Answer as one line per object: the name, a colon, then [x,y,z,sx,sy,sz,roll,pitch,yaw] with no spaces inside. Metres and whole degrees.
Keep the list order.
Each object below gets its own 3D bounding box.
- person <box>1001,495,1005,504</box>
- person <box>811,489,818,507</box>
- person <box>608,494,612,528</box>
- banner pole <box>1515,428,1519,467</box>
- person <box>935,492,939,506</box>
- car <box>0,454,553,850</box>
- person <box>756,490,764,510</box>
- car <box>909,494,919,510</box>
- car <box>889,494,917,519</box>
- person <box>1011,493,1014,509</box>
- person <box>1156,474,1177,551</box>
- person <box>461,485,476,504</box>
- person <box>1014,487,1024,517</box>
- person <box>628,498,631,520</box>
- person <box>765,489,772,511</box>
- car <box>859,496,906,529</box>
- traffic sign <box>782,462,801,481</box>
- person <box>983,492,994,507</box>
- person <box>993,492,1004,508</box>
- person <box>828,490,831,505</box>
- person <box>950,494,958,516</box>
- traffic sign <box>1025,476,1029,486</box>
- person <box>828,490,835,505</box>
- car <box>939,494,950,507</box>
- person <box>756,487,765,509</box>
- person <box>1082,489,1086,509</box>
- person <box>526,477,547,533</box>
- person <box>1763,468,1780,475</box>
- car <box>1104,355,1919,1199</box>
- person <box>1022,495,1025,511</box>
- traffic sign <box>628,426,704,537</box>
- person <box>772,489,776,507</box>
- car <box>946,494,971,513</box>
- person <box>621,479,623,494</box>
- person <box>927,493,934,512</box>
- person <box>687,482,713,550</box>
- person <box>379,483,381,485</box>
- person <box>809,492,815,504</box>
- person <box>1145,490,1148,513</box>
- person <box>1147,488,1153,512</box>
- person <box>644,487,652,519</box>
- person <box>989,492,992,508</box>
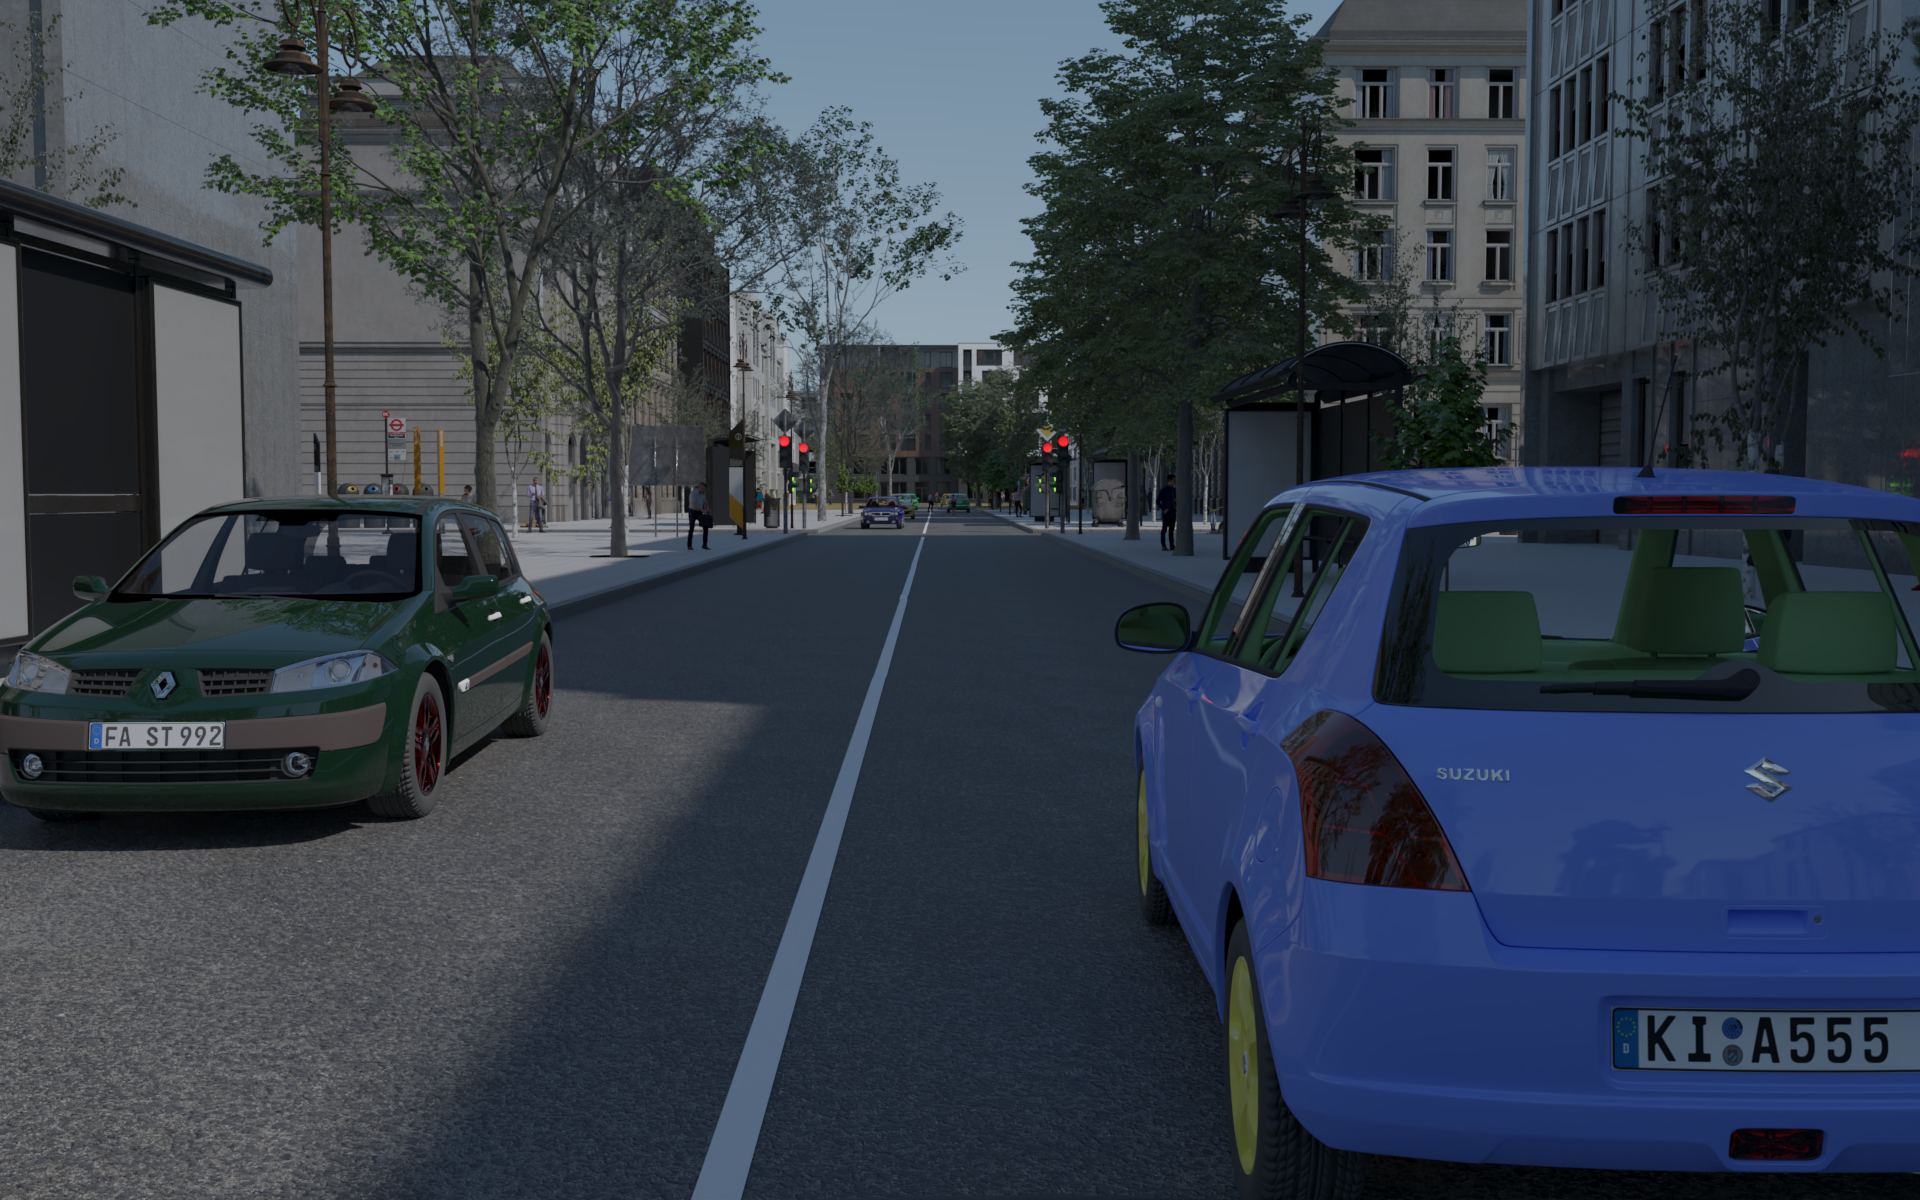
person: [5.253,-12.855,219.622,0.756,1.711,0.436,3,5,44]
person: [-13.751,-9.804,167.066,1.217,1.736,0.721,-1,4,-11]
person: [-12.888,-3.457,64.626,0.516,1.574,0.319,2,4,29]
banner pole: [20.853,-4.564,64.632,0.863,3.779,0.401,-3,5,-42]
person: [-2.717,-11.866,203.977,0.415,1.643,0.593,0,4,4]
car: [-3.251,0.057,8.860,2.009,1.686,4.222,0,4,-2]
person: [-15.808,-7.897,136.860,0.593,1.614,0.444,1,4,21]
car: [-4.646,-8.923,154.692,1.959,1.807,4.718,0,4,-3]
car: [-3.440,-5.456,99.429,2.015,1.641,3.980,0,4,-1]
person: [4.707,-8.813,150.665,0.750,1.759,0.617,1,4,18]
person: [4.777,-1.983,39.175,0.504,1.737,0.576,3,5,43]
person: [-13.066,-2.305,46.200,0.523,1.526,0.387,1,4,10]
person: [3.270,-5.394,95.695,0.566,1.644,0.517,0,4,4]
person: [-14.197,-3.977,73.283,0.590,1.554,0.614,3,4,37]
person: [-10.798,-5.459,97.570,0.388,1.546,0.482,-1,4,-15]
car: [-3.206,-3.629,71.921,1.945,1.354,3.894,0,4,0]
traffic sign: [-6.727,-4.231,69.287,0.768,2.556,0.104,0,4,5]
person: [3.015,-10.339,175.092,1.348,1.822,0.705,2,4,26]
person: [3.574,-9.424,160.946,1.217,1.723,0.721,-2,4,-28]
person: [-15.463,-12.108,204.529,0.721,1.766,1.217,-1,4,-9]
person: [-0.451,-6.314,114.925,0.628,1.438,0.799,-2,4,-25]
traffic sign: [4.753,-7.094,116.100,0.768,2.556,0.104,0,4,4]
person: [-15.668,-12.501,210.523,0.705,1.814,1.350,-3,4,-36]
car: [-1.317,-11.277,194.595,2.015,1.641,3.980,0,4,-1]
person: [-17.418,-8.791,149.399,1.348,1.869,0.705,-1,4,-15]
person: [10.585,-8.648,148.225,0.721,1.735,1.217,0,4,-7]
person: [-13.873,-3.108,56.734,0.709,1.838,0.599,-2,4,-28]
person: [8.630,-0.614,18.291,0.590,1.554,0.614,-1,4,-16]
car: [1.412,0.300,4.691,1.945,1.707,3.694,0,4,1]
person: [4.812,-7.390,128.938,0.319,1.574,0.516,1,4,18]
traffic sign: [-8.750,-3.527,51.535,2.265,3.308,0.079,0,4,2]
person: [-14.473,-7.854,135.388,0.436,1.711,0.756,-1,4,-9]
car: [-0.130,-7.595,132.969,1.959,1.807,4.718,0,4,0]
person: [-9.305,-2.505,47.931,0.436,1.711,0.756,1,4,15]
person: [-2.321,-7.775,137.828,0.590,1.554,0.614,-1,4,-10]
person: [-5.977,-1.932,39.841,0.590,1.554,0.614,2,4,30]
person: [-24.579,-4.079,73.410,0.551,1.740,0.621,1,4,18]
person: [-18.745,-12.942,220.814,1.217,1.736,0.721,2,4,30]
person: [12.672,-6.760,118.631,0.319,1.574,0.516,-2,4,-24]
person: [13.272,-6.977,121.036,0.541,1.710,0.530,-2,4,-31]
person: [-16.085,-5.001,89.283,0.415,1.643,0.593,-1,4,-17]
person: [2.722,-9.029,153.756,0.705,1.812,1.348,0,4,7]
